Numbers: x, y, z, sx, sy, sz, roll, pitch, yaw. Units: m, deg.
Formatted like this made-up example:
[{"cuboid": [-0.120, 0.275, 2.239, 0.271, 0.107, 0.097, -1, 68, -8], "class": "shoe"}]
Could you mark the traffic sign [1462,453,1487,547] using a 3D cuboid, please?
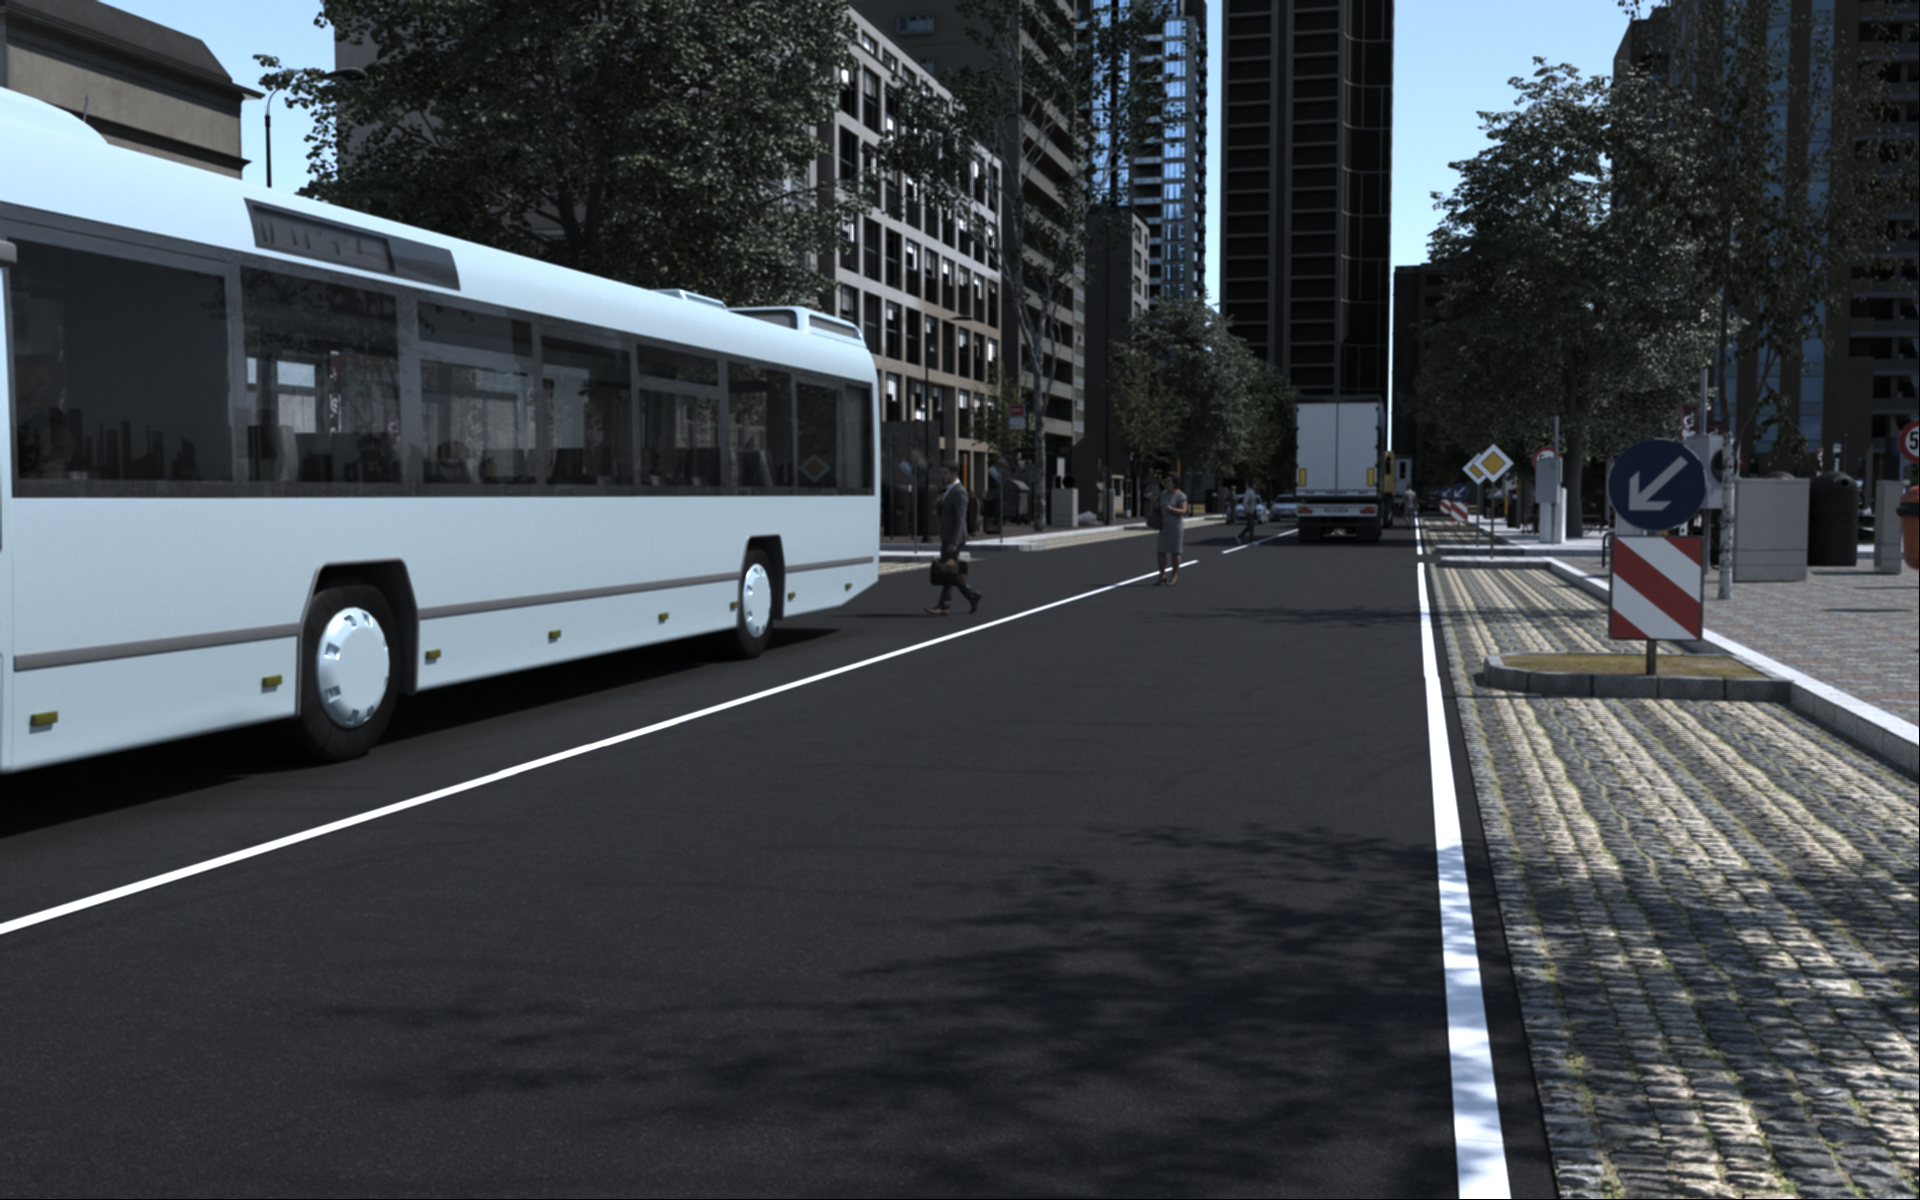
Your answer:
[{"cuboid": [12.530, -2.339, 41.891, 0.795, 2.450, 0.064, 1, 4, 15], "class": "traffic sign"}]

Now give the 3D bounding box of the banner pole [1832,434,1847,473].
[{"cuboid": [36.746, -5.037, 72.368, 0.863, 3.779, 0.401, -1, 4, -17], "class": "banner pole"}]

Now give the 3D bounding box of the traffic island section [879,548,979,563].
[{"cuboid": [-0.973, -0.915, 37.246, 2.009, 0.180, 2.903, 1, 4, 15], "class": "traffic island section"}]

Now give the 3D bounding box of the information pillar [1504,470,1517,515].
[{"cuboid": [21.315, -4.623, 66.947, 0.504, 3.616, 0.183, -1, 4, -12], "class": "information pillar"}]

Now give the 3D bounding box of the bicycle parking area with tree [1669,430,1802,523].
[{"cuboid": [35.053, -5.595, 78.478, 8.231, 4.147, 9.016, 2, 4, 25], "class": "bicycle parking area with tree"}]

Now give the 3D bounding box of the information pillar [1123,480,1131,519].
[{"cuboid": [8.737, -5.256, 90.425, 0.304, 2.012, 0.304, -3, 4, -36], "class": "information pillar"}]

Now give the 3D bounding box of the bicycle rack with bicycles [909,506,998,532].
[{"cuboid": [-0.562, -2.798, 59.123, 2.852, 0.926, 2.925, -1, 4, -16], "class": "bicycle rack with bicycles"}]

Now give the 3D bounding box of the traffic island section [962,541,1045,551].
[{"cuboid": [1.052, -1.388, 44.971, 2.009, 0.180, 2.903, 1, 4, 15], "class": "traffic island section"}]

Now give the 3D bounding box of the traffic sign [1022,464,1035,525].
[{"cuboid": [2.929, -4.412, 72.241, 0.768, 2.556, 0.104, 1, 4, 15], "class": "traffic sign"}]

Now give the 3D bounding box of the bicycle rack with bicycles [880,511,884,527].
[{"cuboid": [-2.993, -3.242, 66.389, 2.925, 0.926, 2.852, 1, 4, 12], "class": "bicycle rack with bicycles"}]

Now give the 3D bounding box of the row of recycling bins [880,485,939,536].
[{"cuboid": [-2.355, -2.795, 52.811, 3.534, 1.692, 1.069, -1, 4, -17], "class": "row of recycling bins"}]

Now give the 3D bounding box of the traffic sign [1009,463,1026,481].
[{"cuboid": [2.455, -4.474, 73.156, 0.884, 2.594, 0.081, 1, 4, 15], "class": "traffic sign"}]

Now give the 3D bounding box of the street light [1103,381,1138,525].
[{"cuboid": [6.664, -6.062, 71.662, 1.470, 5.913, 1.316, 1, 4, 15], "class": "street light"}]

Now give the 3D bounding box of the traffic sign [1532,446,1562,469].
[{"cuboid": [15.587, -2.808, 46.016, 0.768, 2.556, 0.104, 2, 4, 24], "class": "traffic sign"}]

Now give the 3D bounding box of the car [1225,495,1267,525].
[{"cuboid": [13.757, -4.349, 83.111, 2.014, 1.417, 4.499, 1, 4, 13], "class": "car"}]

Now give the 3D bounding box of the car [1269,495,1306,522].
[{"cuboid": [17.213, -4.796, 90.412, 2.014, 1.417, 4.499, 1, 4, 16], "class": "car"}]

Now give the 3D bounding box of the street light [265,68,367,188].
[{"cuboid": [-7.140, -2.852, 19.174, 1.470, 5.913, 1.316, 1, 4, 15], "class": "street light"}]

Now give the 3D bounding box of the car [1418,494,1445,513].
[{"cuboid": [35.512, -7.382, 130.489, 2.009, 1.686, 4.222, 1, 4, 15], "class": "car"}]

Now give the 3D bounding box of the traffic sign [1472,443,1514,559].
[{"cuboid": [10.506, -1.867, 34.166, 0.795, 2.450, 0.064, 1, 4, 15], "class": "traffic sign"}]

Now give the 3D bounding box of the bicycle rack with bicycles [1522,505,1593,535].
[{"cuboid": [18.933, -2.546, 55.012, 2.852, 0.926, 2.925, 3, 5, 43], "class": "bicycle rack with bicycles"}]

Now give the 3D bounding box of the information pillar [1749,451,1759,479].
[{"cuboid": [42.630, -6.221, 93.068, 0.504, 3.616, 0.183, 1, 4, 11], "class": "information pillar"}]

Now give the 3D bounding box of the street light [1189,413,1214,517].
[{"cuboid": [13.804, -7.728, 98.887, 1.470, 5.913, 1.316, 1, 4, 15], "class": "street light"}]

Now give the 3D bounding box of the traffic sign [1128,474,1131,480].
[{"cuboid": [10.137, -6.158, 100.782, 0.768, 2.556, 0.104, 1, 4, 18], "class": "traffic sign"}]

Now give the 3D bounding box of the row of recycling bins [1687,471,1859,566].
[{"cuboid": [14.390, -1.498, 31.599, 3.534, 1.692, 1.069, 1, 4, 20], "class": "row of recycling bins"}]

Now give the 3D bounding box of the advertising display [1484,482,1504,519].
[{"cuboid": [27.690, -5.174, 89.809, 0.974, 1.923, 0.123, 0, 4, 2], "class": "advertising display"}]

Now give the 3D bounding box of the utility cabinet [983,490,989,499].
[{"cuboid": [1.980, -5.971, 106.311, 1.173, 1.500, 0.318, 0, 4, -2], "class": "utility cabinet"}]

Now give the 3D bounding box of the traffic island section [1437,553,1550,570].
[{"cuboid": [10.530, -0.731, 34.237, 2.009, 0.180, 2.903, 1, 4, 15], "class": "traffic island section"}]

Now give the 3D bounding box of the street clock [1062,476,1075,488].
[{"cuboid": [4.279, -3.900, 68.330, 0.471, 2.002, 0.358, 0, 4, -8], "class": "street clock"}]

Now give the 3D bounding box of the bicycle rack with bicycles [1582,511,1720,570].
[{"cuboid": [12.382, -1.000, 29.730, 2.852, 0.926, 2.925, -1, 4, -13], "class": "bicycle rack with bicycles"}]

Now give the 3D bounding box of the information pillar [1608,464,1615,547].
[{"cuboid": [15.989, -2.301, 42.106, 0.304, 2.012, 0.304, -3, 4, -36], "class": "information pillar"}]

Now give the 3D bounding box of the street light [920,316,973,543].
[{"cuboid": [-0.349, -4.452, 45.336, 1.470, 5.913, 1.316, 1, 4, 15], "class": "street light"}]

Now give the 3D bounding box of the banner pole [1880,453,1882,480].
[{"cuboid": [56.012, -7.060, 105.449, 0.401, 3.779, 0.863, 2, 4, 29], "class": "banner pole"}]

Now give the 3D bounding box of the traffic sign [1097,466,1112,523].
[{"cuboid": [6.412, -4.727, 77.388, 0.768, 2.556, 0.104, 1, 4, 19], "class": "traffic sign"}]

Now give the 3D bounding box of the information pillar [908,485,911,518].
[{"cuboid": [-2.426, -5.595, 82.826, 0.183, 3.616, 0.504, 0, 4, 5], "class": "information pillar"}]

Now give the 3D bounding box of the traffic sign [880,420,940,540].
[{"cuboid": [-1.616, -3.325, 48.232, 2.265, 3.308, 0.079, 2, 4, 24], "class": "traffic sign"}]

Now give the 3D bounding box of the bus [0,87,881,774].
[{"cuboid": [-3.719, -1.062, 12.222, 2.948, 3.499, 13.247, 1, 4, 14], "class": "bus"}]

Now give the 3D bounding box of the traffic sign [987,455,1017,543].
[{"cuboid": [1.077, -2.524, 44.903, 0.795, 2.450, 0.064, 1, 4, 15], "class": "traffic sign"}]

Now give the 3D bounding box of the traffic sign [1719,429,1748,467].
[{"cuboid": [14.969, -2.079, 33.998, 0.884, 2.594, 0.081, 1, 4, 21], "class": "traffic sign"}]

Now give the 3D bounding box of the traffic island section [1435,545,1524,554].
[{"cuboid": [12.555, -1.204, 41.962, 2.009, 0.180, 2.903, 1, 4, 15], "class": "traffic island section"}]

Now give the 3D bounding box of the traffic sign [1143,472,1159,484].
[{"cuboid": [10.021, -5.556, 90.850, 0.884, 2.594, 0.081, 1, 4, 22], "class": "traffic sign"}]

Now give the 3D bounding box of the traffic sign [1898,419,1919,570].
[{"cuboid": [16.226, -1.782, 29.244, 0.768, 2.556, 0.104, 1, 4, 18], "class": "traffic sign"}]

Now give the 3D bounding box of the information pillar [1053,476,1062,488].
[{"cuboid": [3.854, -3.931, 68.760, 0.304, 2.012, 0.304, 0, 4, -8], "class": "information pillar"}]

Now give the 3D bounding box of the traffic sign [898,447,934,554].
[{"cuboid": [-0.948, -2.051, 37.178, 0.795, 2.450, 0.064, 1, 4, 15], "class": "traffic sign"}]

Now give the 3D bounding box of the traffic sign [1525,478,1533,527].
[{"cuboid": [22.231, -4.159, 68.006, 0.884, 2.594, 0.081, 1, 4, 16], "class": "traffic sign"}]

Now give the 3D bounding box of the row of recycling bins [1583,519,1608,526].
[{"cuboid": [25.516, -3.928, 71.341, 1.069, 1.692, 3.534, -3, 4, -36], "class": "row of recycling bins"}]
